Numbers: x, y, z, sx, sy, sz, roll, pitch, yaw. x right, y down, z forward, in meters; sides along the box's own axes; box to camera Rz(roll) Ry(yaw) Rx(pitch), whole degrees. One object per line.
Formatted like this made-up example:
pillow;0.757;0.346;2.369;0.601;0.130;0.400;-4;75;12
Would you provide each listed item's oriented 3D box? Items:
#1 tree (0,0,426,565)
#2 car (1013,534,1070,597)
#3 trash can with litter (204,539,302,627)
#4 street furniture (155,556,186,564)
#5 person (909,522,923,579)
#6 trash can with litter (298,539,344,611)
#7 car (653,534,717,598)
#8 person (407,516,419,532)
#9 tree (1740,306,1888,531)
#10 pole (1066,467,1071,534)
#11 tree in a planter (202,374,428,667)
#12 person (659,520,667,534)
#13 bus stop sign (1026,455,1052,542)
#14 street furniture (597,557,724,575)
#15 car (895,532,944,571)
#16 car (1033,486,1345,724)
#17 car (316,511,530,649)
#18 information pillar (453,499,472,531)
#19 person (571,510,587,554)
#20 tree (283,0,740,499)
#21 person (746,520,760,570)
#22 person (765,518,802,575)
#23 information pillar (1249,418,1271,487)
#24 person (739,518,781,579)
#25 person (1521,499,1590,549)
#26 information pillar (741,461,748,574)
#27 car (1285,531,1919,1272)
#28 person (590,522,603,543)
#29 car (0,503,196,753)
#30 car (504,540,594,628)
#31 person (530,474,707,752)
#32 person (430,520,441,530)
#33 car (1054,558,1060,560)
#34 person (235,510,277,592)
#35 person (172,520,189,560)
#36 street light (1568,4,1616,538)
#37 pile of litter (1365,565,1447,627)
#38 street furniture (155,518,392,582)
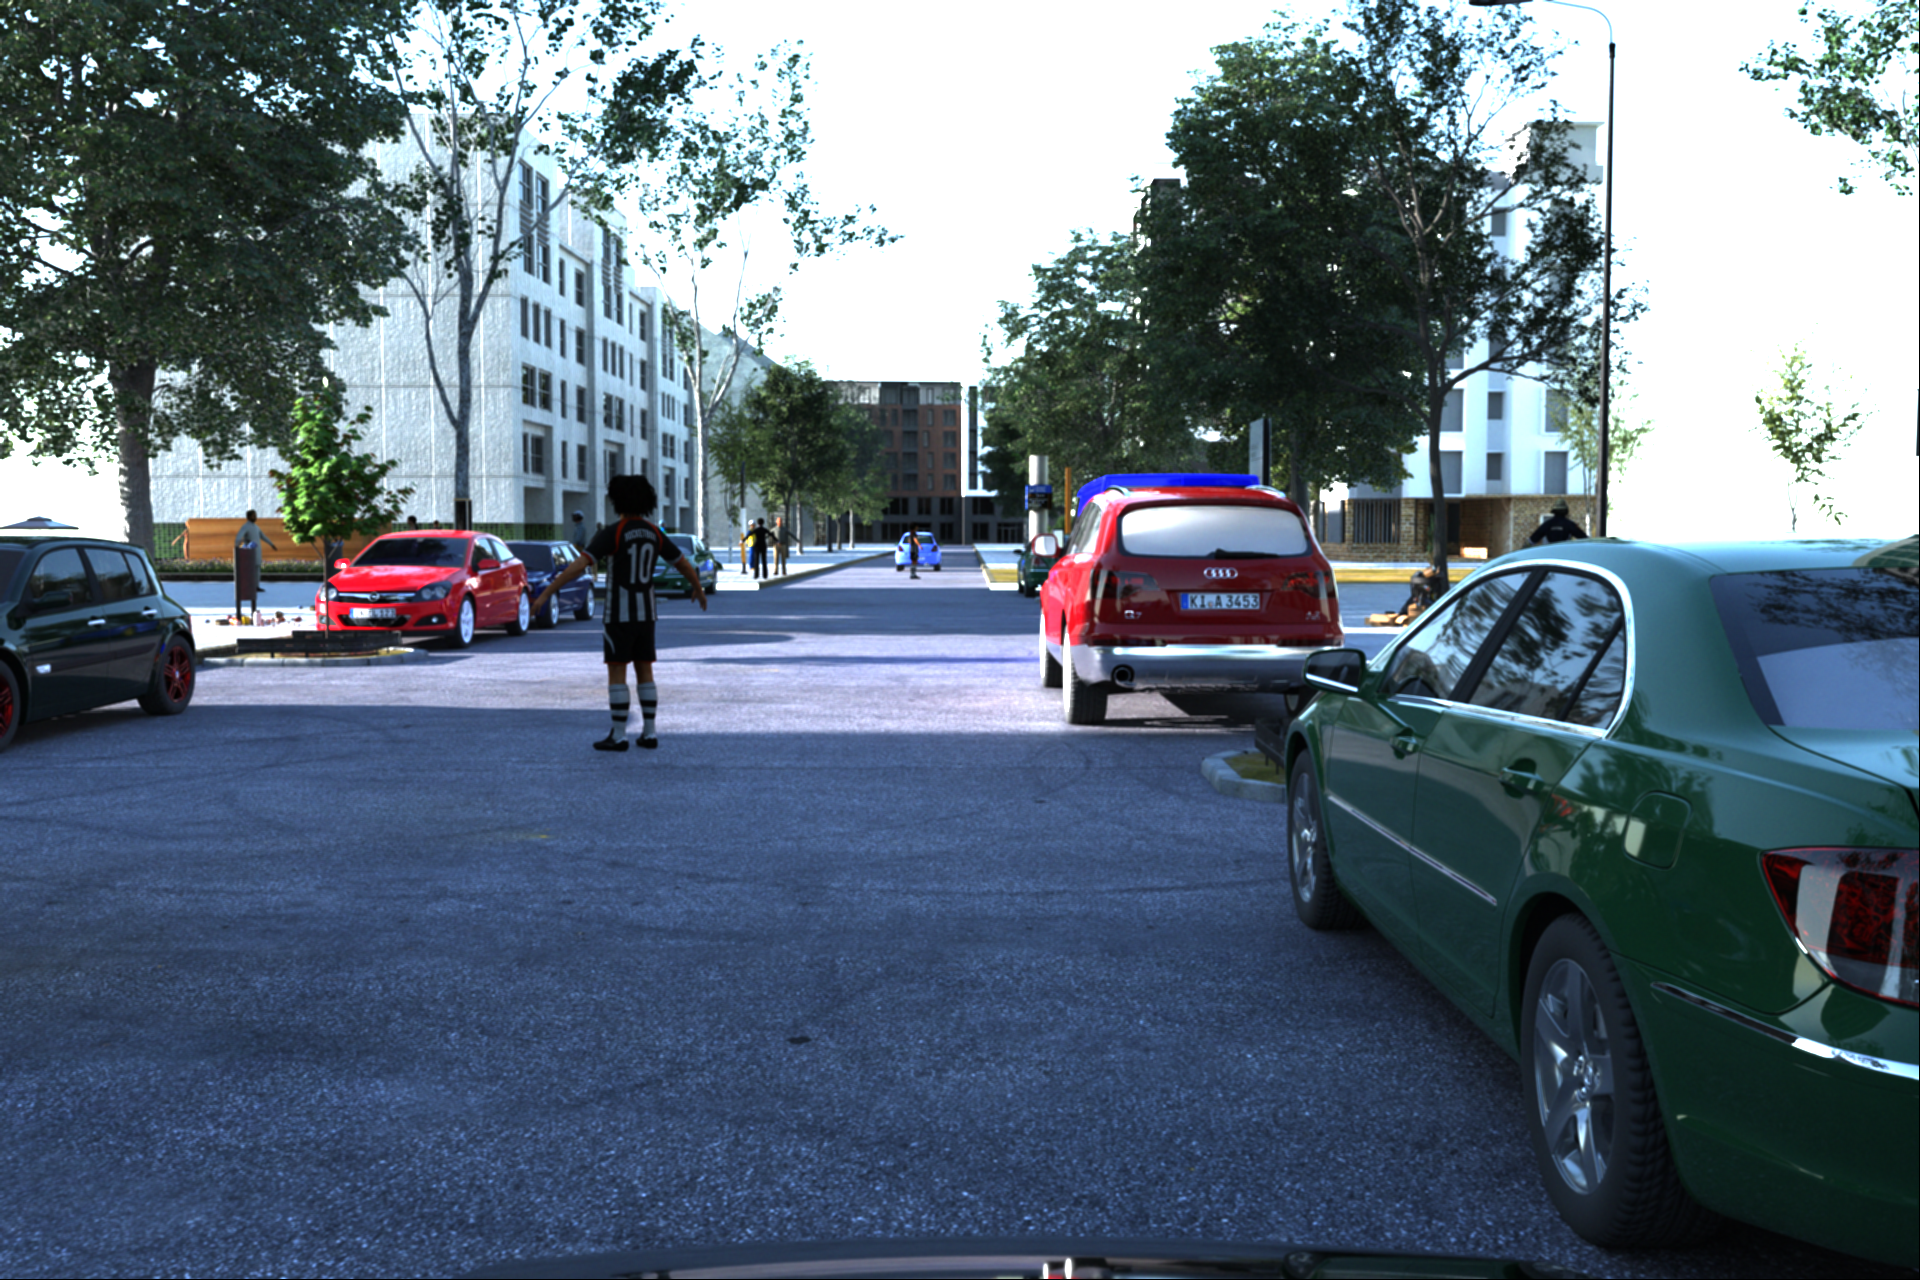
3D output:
tree;-13.201;-7.367;27.104;9.857;13.997;8.962;0;3;0
car;2.343;-1.767;40.696;2.131;1.459;4.920;0;4;-1
trash can with litter;-10.042;-0.853;25.009;1.678;1.210;2.233;0;4;1
street furniture;-23.477;-2.768;60.876;10.072;0.657;5.734;1;4;13
person;-1.443;-2.869;55.511;0.704;1.843;1.345;-1;4;-16
trash can with litter;-10.462;-1.137;29.646;1.678;1.210;2.233;0;4;1
car;-6.765;-1.729;40.062;2.131;1.459;4.920;0;4;0
person;-13.745;-2.223;43.159;0.721;1.737;1.217;-1;4;-10
tree;27.002;-6.437;55.604;4.737;8.622;4.395;0;3;0
pole;3.319;-3.623;53.081;0.158;3.312;0.155;0;3;0
tree in a planter;-7.171;-1.365;19.538;1.991;3.239;1.994;0;4;0
person;-11.325;-3.675;66.207;0.704;1.817;1.347;-2;4;-34
bus stop sign;2.652;-4.233;58.227;0.837;3.901;0.837;0;4;-1
street furniture;-11.429;-2.642;58.826;5.734;0.657;10.072;1;4;8
car;-1.606;-3.552;67.667;1.945;1.707;3.694;0;4;0
car;1.784;-0.361;14.583;2.281;1.827;5.304;0;4;-1
car;-7.038;-0.853;22.982;2.155;1.783;4.494;0;4;1
information pillar;-10.437;-1.952;36.411;0.304;2.012;0.304;0;4;1
person;-9.205;-2.194;41.708;0.704;1.849;1.345;-1;4;-10
tree;-12.171;-11.590;45.383;12.611;20.169;13.585;0;3;0
person;-7.308;-3.385;61.803;0.721;1.772;1.216;1;4;22
person;-5.624;-2.927;54.123;1.348;1.796;0.705;0;4;-4
information pillar;6.200;-2.725;35.876;0.184;3.620;1.656;0;4;0
person;-5.704;-2.611;49.407;1.216;1.740;0.721;-1;4;-17
person;9.580;-1.333;27.664;1.351;1.845;0.704;2;4;35
information pillar;-6.926;-3.916;55.381;0.183;3.616;0.504;0;4;1
car;2.152;0.421;4.907;2.131;1.459;4.920;0;3;0
person;-16.362;-4.428;78.520;0.705;1.813;1.348;-3;5;-39
car;-7.060;-0.158;12.374;2.009;1.686;4.222;0;4;1
car;-7.000;-0.913;27.515;1.945;1.354;3.894;0;4;0
person;-2.209;-0.179;11.523;1.345;1.843;0.704;-3;5;-43
person;-19.812;-3.634;65.638;1.346;1.802;0.704;2;4;26
car;2.638;-1.274;30.416;1.945;1.707;3.694;0;4;-1
person;-15.661;-1.975;38.385;0.704;1.819;1.344;1;4;16
person;-24.952;-3.006;55.958;0.721;1.733;1.217;1;4;19
street light;6.111;-2.593;14.934;1.470;5.913;1.316;0;4;0
pile of litter;6.256;-0.614;24.001;1.176;0.858;1.719;0;3;0
street furniture;-20.311;-2.607;49.479;9.812;1.723;11.010;0;4;6
